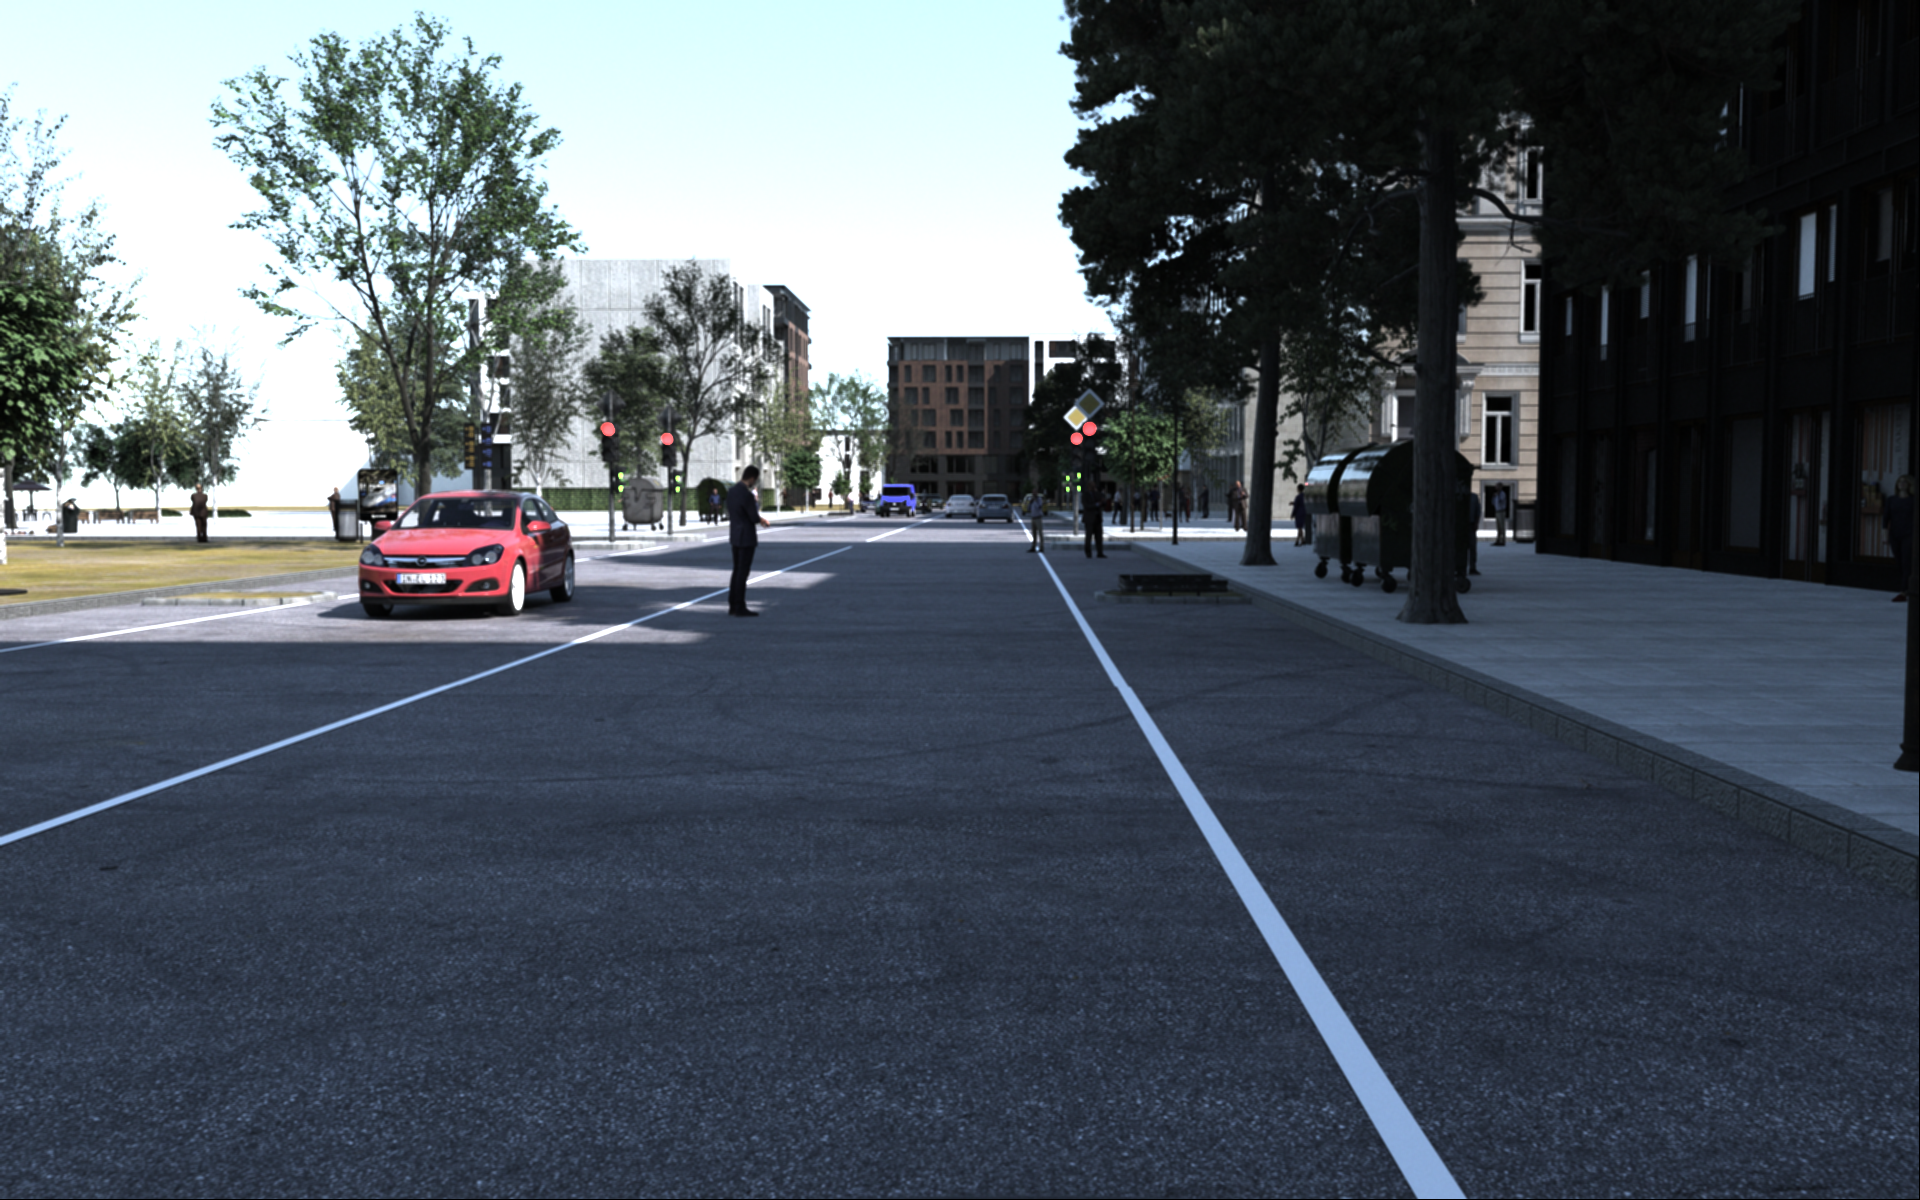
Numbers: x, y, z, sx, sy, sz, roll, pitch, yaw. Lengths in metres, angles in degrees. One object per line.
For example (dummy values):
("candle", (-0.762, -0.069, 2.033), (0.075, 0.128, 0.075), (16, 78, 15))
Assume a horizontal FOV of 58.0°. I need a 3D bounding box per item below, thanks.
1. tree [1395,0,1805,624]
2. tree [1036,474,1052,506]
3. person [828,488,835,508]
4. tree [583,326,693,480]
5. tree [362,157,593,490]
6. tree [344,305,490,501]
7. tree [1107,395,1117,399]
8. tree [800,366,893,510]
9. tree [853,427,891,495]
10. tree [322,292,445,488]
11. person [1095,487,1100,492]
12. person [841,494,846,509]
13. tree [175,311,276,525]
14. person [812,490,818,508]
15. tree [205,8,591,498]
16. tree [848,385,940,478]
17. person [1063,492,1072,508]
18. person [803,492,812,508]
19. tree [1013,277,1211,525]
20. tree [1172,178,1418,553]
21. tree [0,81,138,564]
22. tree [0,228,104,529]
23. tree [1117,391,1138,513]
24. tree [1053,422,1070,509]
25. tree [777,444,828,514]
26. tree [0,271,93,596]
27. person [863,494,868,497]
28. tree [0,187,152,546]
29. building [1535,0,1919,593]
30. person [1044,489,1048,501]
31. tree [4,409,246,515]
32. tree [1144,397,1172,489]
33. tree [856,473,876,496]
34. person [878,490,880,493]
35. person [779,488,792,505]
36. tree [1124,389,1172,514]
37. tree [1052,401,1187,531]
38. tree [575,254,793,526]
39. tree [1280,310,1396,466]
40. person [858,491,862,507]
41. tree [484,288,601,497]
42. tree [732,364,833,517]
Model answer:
("tree", (4.478, -6.691, 16.815), (7.806, 13.903, 7.818), (0, 3, 0))
("tree", (8.181, -8.328, 119.883), (4.285, 4.588, 4.351), (0, 3, 0))
("person", (-11.685, -9.238, 157.050), (0.705, 1.831, 1.348), (1, 4, 22))
("tree", (-21.640, -12.144, 116.683), (7.486, 12.596, 7.792), (0, 3, 0))
("tree", (-26.922, -14.770, 97.385), (12.611, 20.169, 13.585), (0, 3, 0))
("tree", (-36.363, -12.822, 116.292), (9.857, 13.997, 8.962), (0, 3, 0))
("tree", (11.255, -10.042, 114.556), (4.737, 8.622, 4.395), (0, 3, 0))
("tree", (-9.288, -13.217, 141.856), (9.928, 11.665, 9.643), (0, 3, 0))
("tree", (-9.116, -14.008, 179.388), (4.737, 8.622, 4.395), (0, 3, 0))
("tree", (-21.319, -6.919, 63.485), (4.737, 8.622, 4.395), (0, 3, 0))
("person", (6.561, -4.739, 84.986), (0.566, 1.644, 0.517), (1, 4, 19))
("person", (-9.744, -8.709, 148.438), (1.348, 1.824, 0.705), (-3, 5, -44))
("tree", (-30.250, -7.361, 70.717), (4.360, 8.622, 3.978), (0, 3, 0))
("person", (-13.504, -9.459, 161.497), (0.742, 1.727, 0.445), (1, 4, 20))
("tree", (-12.166, -6.902, 38.600), (9.928, 11.665, 9.643), (0, 3, 0))
("tree", (-7.820, -17.435, 195.426), (12.009, 13.543, 11.850), (0, 3, 0))
("person", (9.908, -9.266, 158.325), (1.217, 1.735, 0.721), (-2, 4, -25))
("person", (-14.633, -9.700, 165.315), (1.217, 1.739, 0.721), (-3, 5, -44))
("tree", (6.960, -8.366, 71.190), (8.767, 10.594, 7.601), (-3, 4, -36))
("tree", (7.960, -5.351, 37.859), (4.737, 8.622, 4.395), (0, 3, 0))
("tree", (-17.565, -4.977, 31.742), (4.360, 8.622, 3.978), (0, 3, 0))
("tree", (-35.035, -8.422, 63.451), (9.928, 11.665, 9.643), (0, 3, 0))
("tree", (11.620, -8.830, 94.727), (4.737, 8.622, 4.395), (0, 3, 0))
("tree", (9.441, -12.083, 147.913), (4.737, 8.622, 4.395), (0, 3, 0))
("tree", (-10.282, -7.947, 113.643), (4.285, 4.588, 4.351), (0, 3, 0))
("tree", (-12.751, -2.338, 21.943), (4.285, 4.588, 4.351), (0, 3, 0))
("person", (-10.945, -11.978, 201.893), (0.705, 1.824, 1.348), (1, 4, 17))
("tree", (-21.978, -5.630, 42.420), (4.737, 8.622, 4.395), (0, 3, 0))
("building", (18.392, -12.173, 28.703), (12.332, 23.373, 15.834), (0, 4, 1))
("person", (8.216, -9.682, 165.082), (0.721, 1.736, 1.217), (1, 4, 14))
("tree", (-55.663, -9.316, 115.220), (11.467, 7.101, 20.602), (0, 4, -7))
("tree", (11.844, -8.346, 86.819), (4.737, 8.622, 4.395), (0, 3, 0))
("tree", (-8.759, -10.048, 158.879), (1.663, 3.219, 1.824), (0, 3, 0))
("person", (-8.486, -10.799, 183.312), (0.721, 1.736, 1.217), (-1, 4, -9))
("person", (-13.352, -7.685, 132.218), (1.217, 1.766, 0.721), (-3, 4, -38))
("tree", (11.876, -9.715, 109.200), (4.360, 8.622, 3.978), (0, 3, 0))
("tree", (6.367, -4.722, 60.911), (4.285, 4.588, 4.351), (0, 3, 0))
("tree", (-10.981, -8.186, 68.253), (8.767, 10.594, 7.601), (-1, 4, -13))
("tree", (11.546, -6.375, 54.595), (4.360, 8.622, 3.978), (0, 3, 0))
("person", (-9.660, -9.707, 166.229), (0.593, 1.643, 0.415), (3, 4, 39))
("tree", (-14.640, -6.727, 60.355), (4.360, 8.622, 3.978), (0, 3, 0))
("tree", (-10.141, -8.821, 94.584), (4.737, 8.622, 4.395), (0, 3, 0))
